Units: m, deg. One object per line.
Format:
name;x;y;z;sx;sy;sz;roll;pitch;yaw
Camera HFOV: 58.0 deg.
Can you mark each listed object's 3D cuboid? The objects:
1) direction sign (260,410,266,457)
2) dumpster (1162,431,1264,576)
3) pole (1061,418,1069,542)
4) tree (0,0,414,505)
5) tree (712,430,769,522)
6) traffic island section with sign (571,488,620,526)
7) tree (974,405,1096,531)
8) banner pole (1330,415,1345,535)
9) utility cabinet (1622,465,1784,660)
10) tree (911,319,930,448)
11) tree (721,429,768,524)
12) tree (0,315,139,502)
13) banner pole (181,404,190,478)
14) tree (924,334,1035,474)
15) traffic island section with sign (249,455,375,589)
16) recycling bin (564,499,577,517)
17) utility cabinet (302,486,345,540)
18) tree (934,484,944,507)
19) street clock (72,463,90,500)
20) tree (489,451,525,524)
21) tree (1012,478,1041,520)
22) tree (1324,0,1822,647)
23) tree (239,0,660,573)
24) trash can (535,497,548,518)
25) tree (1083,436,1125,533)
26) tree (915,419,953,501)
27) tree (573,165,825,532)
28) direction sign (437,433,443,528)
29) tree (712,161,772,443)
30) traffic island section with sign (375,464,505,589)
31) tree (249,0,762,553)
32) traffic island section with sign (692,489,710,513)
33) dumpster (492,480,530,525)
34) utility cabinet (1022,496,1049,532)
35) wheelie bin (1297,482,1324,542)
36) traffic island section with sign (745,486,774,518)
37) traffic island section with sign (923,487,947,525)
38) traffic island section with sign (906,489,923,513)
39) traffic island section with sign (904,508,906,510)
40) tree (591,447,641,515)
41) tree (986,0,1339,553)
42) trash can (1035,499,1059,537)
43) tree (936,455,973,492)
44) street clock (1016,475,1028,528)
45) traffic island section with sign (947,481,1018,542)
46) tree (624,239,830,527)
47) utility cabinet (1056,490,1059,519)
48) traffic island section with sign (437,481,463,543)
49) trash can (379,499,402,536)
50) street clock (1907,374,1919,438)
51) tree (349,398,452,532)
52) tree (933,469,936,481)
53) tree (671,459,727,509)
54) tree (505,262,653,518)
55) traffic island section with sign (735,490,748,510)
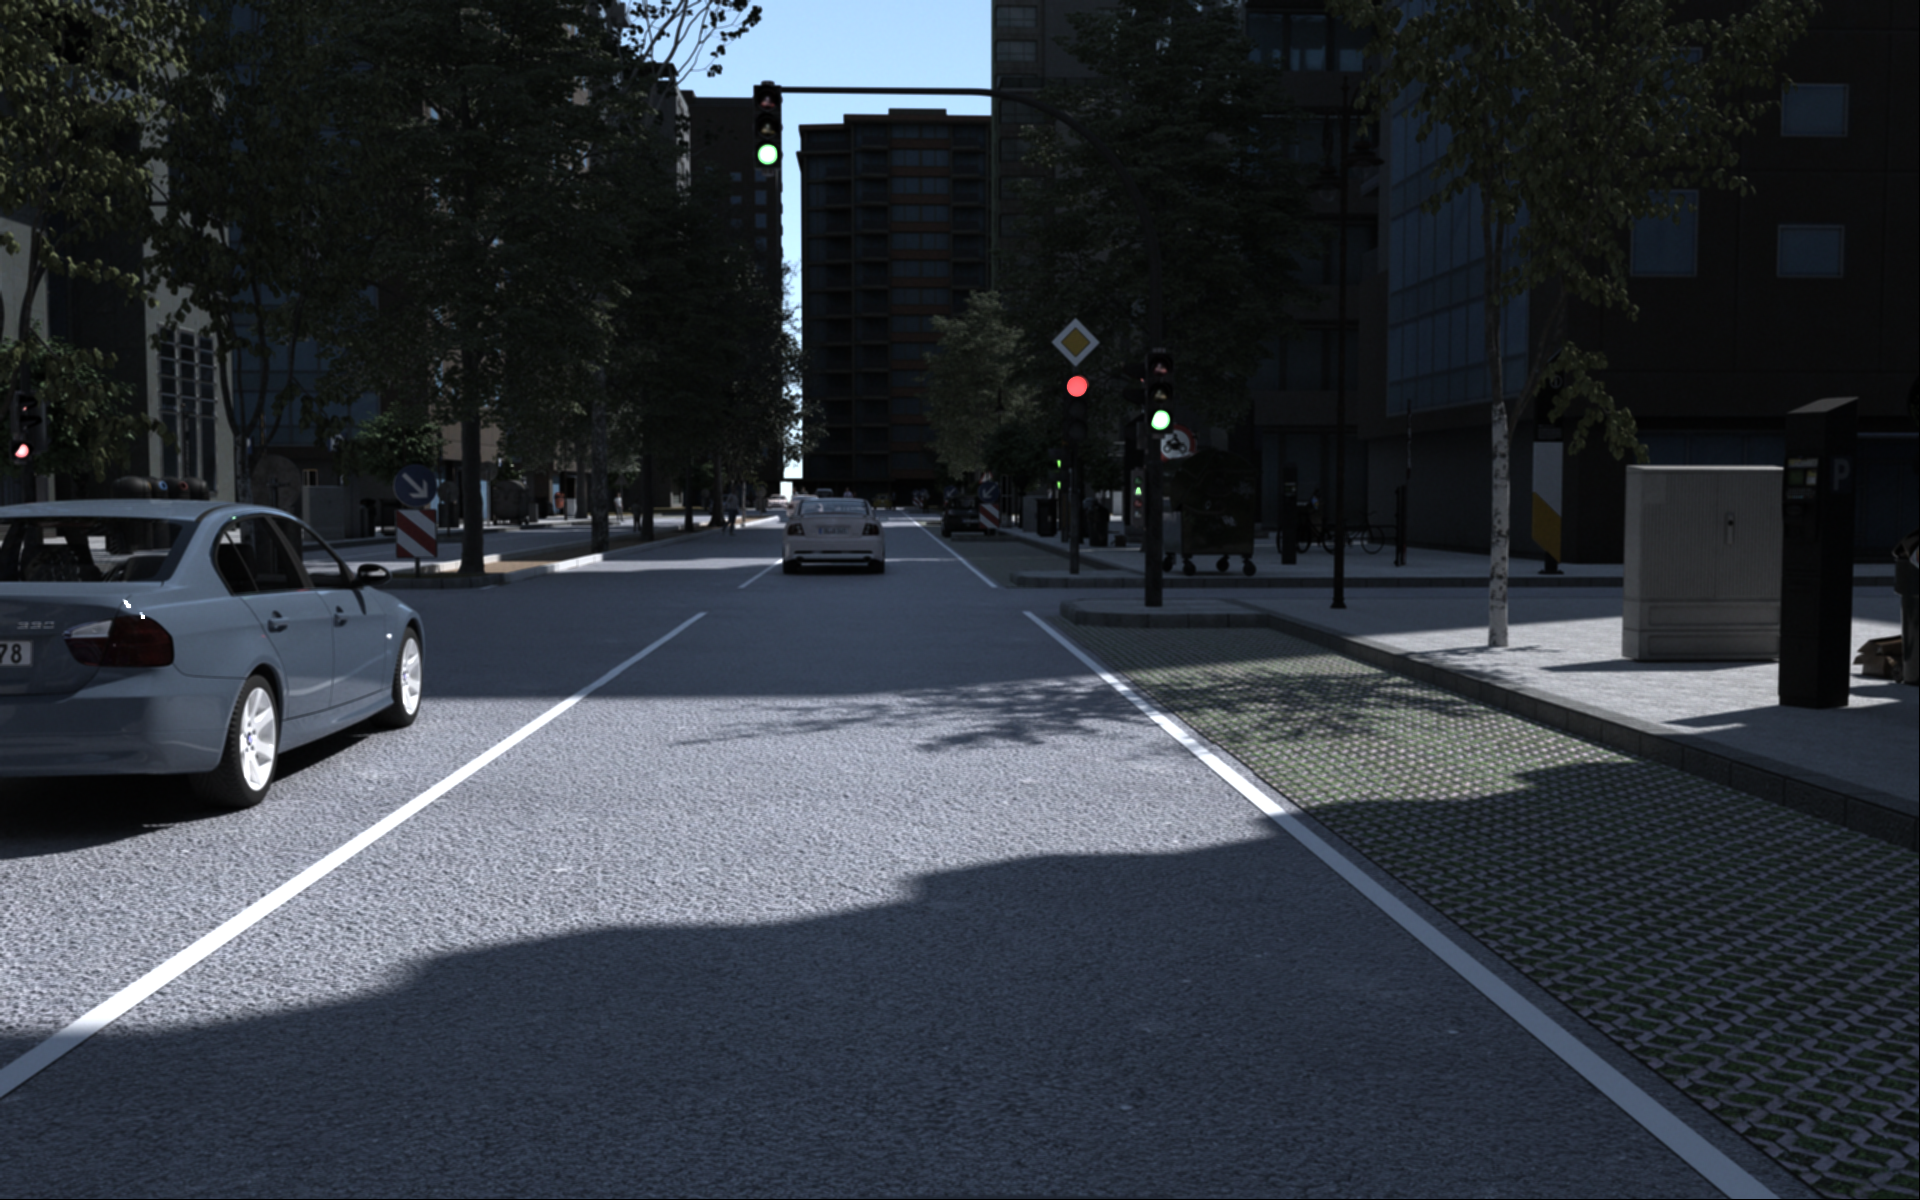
direction sign;-18.866;-3.361;46.948;0.379;3.537;0.876;-1;4;-15
dumpster;3.946;-1.543;27.719;1.502;2.255;1.985;0;4;-3
pole;2.790;-3.183;45.887;0.158;3.312;0.155;0;3;0
tree;-7.538;-3.987;18.013;4.737;8.622;4.395;0;3;0
tree;-10.959;-8.241;87.568;4.360;8.622;3.978;0;3;0
traffic island section with sign;-16.597;-4.312;79.132;1.989;1.847;2.006;0;4;-3
tree;3.609;-4.736;61.144;4.285;4.588;4.351;0;3;0
banner pole;11.800;-3.898;53.753;0.401;3.779;0.863;0;4;-6
utility cabinet;5.731;-0.282;13.282;1.173;1.500;0.318;0;4;-4
tree;1.139;-10.897;96.292;7.486;12.596;7.792;0;3;0
tree;-10.844;-7.958;82.928;4.737;8.622;4.395;0;3;0
tree;-16.981;-2.935;31.703;4.285;4.588;4.351;0;3;0
banner pole;-21.326;-3.532;47.766;0.401;3.779;0.863;-3;4;-36
tree;1.264;-11.252;109.731;9.928;11.665;9.643;0;3;0
traffic island section with sign;-7.969;-0.700;19.585;2.006;1.907;1.989;0;4;-3
recycling bin;-21.628;-5.150;96.755;0.722;1.027;0.722;2;4;24
utility cabinet;-17.386;-2.363;47.322;0.318;1.500;1.173;2;4;28
tree;-1.941;-11.161;177.077;1.663;3.219;1.824;0;3;0
street clock;-20.736;-2.222;40.897;0.471;2.002;0.358;3;5;42
tree;-19.224;-4.836;73.675;1.663;3.219;1.824;0;3;0
tree;3.124;-5.555;85.430;1.663;3.219;1.824;0;3;0
tree;4.708;-3.903;14.169;4.737;8.622;4.395;0;3;0
tree;-8.696;-6.722;30.487;7.486;12.596;7.792;0;3;0
trash can;-22.057;-4.868;91.241;0.748;1.137;0.748;0;3;0
tree;4.756;-3.820;57.065;1.663;3.219;1.824;0;3;0
tree;-1.554;-12.170;149.348;4.360;8.622;3.978;0;3;0
tree;-10.094;-9.259;64.204;12.009;13.543;11.850;0;3;0
direction sign;-19.410;-4.444;64.650;0.379;3.537;0.876;-2;4;-27
tree;-9.643;-8.083;52.746;7.486;12.596;7.792;0;3;0
traffic island section with sign;-8.301;-1.153;26.984;2.006;1.907;1.989;0;4;-3
tree;-10.013;-11.254;42.357;12.611;20.169;13.585;0;3;0
traffic island section with sign;-18.897;-7.344;128.709;1.989;1.847;2.006;0;4;-3
dumpster;-18.569;-4.024;71.555;1.264;1.857;1.865;0;4;-3
utility cabinet;2.530;-2.879;58.226;0.306;1.237;1.020;-3;4;-38
wheelie bin;9.252;-2.339;46.146;0.693;1.594;0.980;-3;4;-38
traffic island section with sign;-11.778;-5.744;102.043;2.006;1.907;1.989;0;4;-3
traffic island section with sign;-0.556;-4.369;80.067;1.989;1.847;2.006;0;4;-3
traffic island section with sign;-2.842;-7.404;129.681;1.989;1.847;2.006;0;4;-3
traffic island section with sign;-4.089;-9.051;156.607;1.989;1.847;2.006;0;4;-3
tree;-21.611;-7.624;108.366;4.285;4.588;4.351;0;3;0
tree;4.597;-7.307;37.599;7.486;12.596;7.792;0;3;0
trash can;2.624;-2.480;52.199;0.748;1.137;0.748;0;3;0
tree;2.177;-5.231;69.236;4.285;4.588;4.351;0;3;0
street clock;2.312;-3.675;64.662;0.358;2.002;0.471;3;5;43
traffic island section with sign;0.726;-2.682;52.477;1.989;1.847;2.006;0;4;-3
tree;-10.541;-9.520;75.110;9.611;12.733;9.660;0;3;0
utility cabinet;5.436;-4.807;87.272;1.173;1.500;0.318;2;4;28
traffic island section with sign;-15.332;-2.630;51.635;1.989;1.847;2.006;0;4;-3
trash can;-17.419;-2.531;53.040;0.748;1.137;0.748;0;3;0
street clock;5.325;-0.287;9.269;0.471;2.002;0.358;3;4;37
tree;-19.175;-4.629;59.396;4.285;4.588;4.351;0;3;0
tree;-0.499;-9.215;134.370;4.285;4.588;4.351;0;3;0
tree;-23.240;-10.163;149.874;4.285;4.588;4.351;0;3;0
tree;-19.915;-11.285;91.165;9.857;13.997;8.962;0;3;0
traffic island section with sign;-20.130;-8.991;155.636;1.989;1.847;2.006;0;4;-3
